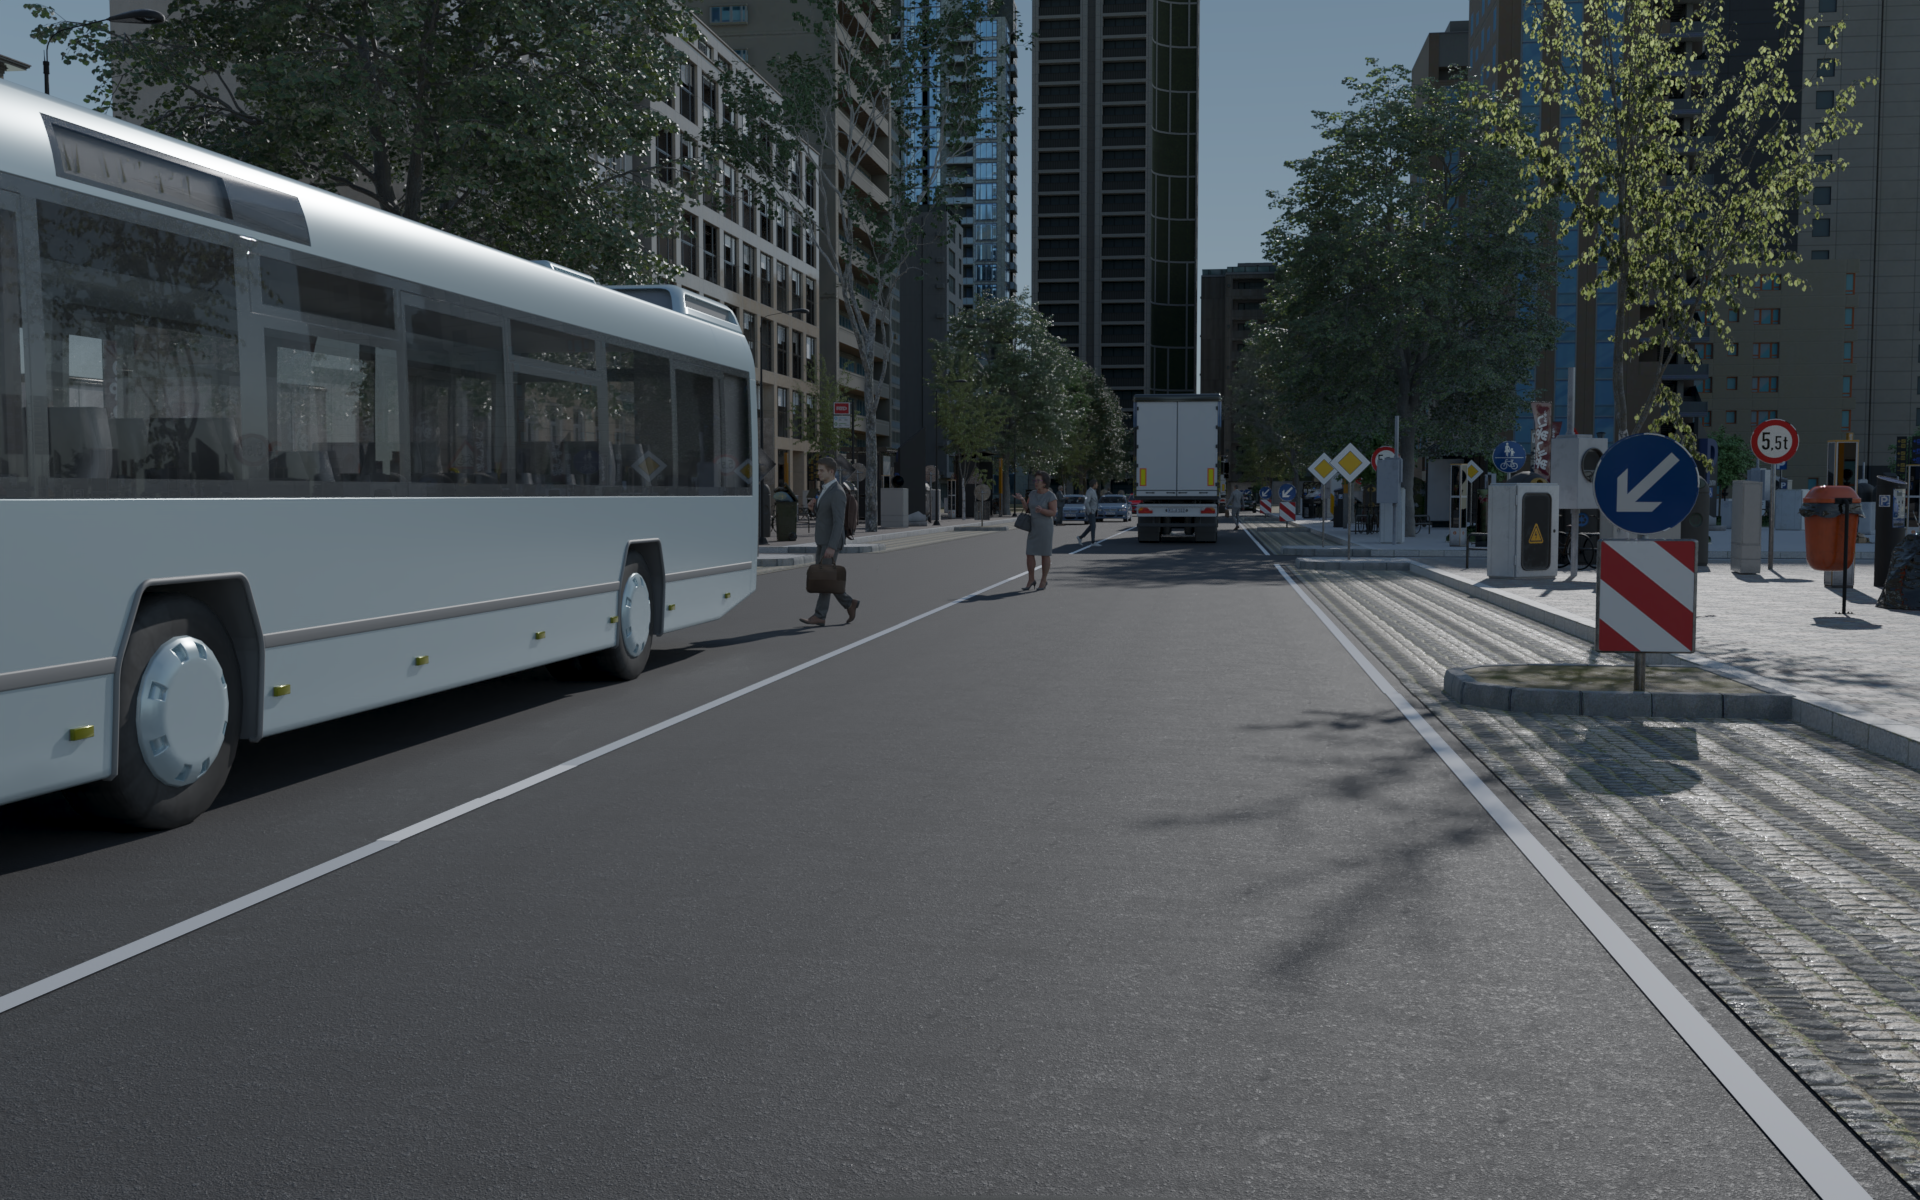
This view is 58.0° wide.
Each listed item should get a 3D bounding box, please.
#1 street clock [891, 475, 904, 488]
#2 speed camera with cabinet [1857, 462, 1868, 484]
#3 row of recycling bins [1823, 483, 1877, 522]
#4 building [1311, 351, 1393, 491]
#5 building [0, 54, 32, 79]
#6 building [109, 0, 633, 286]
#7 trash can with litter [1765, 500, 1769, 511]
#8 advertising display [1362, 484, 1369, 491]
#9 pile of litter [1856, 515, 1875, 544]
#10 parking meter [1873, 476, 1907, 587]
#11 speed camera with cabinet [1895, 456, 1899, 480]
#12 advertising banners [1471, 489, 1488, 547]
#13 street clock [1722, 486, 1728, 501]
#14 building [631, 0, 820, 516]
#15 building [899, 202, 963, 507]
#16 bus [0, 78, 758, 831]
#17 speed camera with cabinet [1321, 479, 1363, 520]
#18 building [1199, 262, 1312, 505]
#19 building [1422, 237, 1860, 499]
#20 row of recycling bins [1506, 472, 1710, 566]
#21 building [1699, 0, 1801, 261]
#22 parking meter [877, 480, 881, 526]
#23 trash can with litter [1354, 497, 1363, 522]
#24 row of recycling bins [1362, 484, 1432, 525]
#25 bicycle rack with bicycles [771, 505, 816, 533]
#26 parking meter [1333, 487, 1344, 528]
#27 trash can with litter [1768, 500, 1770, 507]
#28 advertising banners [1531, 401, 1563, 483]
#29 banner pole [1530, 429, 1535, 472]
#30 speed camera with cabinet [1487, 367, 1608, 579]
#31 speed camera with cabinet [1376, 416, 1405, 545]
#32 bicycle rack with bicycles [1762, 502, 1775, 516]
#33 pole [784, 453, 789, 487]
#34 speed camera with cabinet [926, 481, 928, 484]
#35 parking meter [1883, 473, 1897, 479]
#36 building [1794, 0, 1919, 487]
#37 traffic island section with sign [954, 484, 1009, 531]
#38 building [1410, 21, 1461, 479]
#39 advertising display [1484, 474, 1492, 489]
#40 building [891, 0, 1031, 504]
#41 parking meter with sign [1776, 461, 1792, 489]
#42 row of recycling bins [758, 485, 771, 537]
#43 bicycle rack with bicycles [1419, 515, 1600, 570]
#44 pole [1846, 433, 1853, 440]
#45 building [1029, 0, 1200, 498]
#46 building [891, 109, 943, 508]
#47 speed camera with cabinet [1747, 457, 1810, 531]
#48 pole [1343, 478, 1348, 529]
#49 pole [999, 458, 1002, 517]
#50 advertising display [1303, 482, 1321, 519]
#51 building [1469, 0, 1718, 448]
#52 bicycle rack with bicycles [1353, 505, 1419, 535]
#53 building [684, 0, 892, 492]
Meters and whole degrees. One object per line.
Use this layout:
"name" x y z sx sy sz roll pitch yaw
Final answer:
"street clock" -2.407 -3.815 66.947 0.471 2.002 0.358 -1 4 -14
"speed camera with cabinet" 55.815 -6.961 108.156 0.660 3.252 2.038 0 4 -3
"row of recycling bins" 33.009 -3.468 63.817 1.069 1.692 3.534 -1 4 -14
"building" 59.622 -23.116 222.987 28.899 21.520 27.650 1 4 8
"building" -58.175 -14.685 73.382 30.059 22.955 16.112 1 4 8
"building" -22.253 -17.356 69.679 13.634 28.700 20.117 1 4 8
"trash can with litter" 48.762 -5.707 104.362 1.678 1.210 2.233 -1 4 -20
"advertising display" 22.180 -5.404 93.562 0.974 1.923 0.123 1 4 17
"pile of litter" 23.270 -1.923 45.404 1.176 0.858 1.719 -2 4 -24
"parking meter" 12.881 -0.952 23.977 0.372 1.533 0.369 0 3 0
"speed camera with cabinet" 48.407 -5.849 89.973 0.660 3.252 2.038 2 4 31
"advertising banners" 13.425 -2.787 41.758 2.074 3.025 0.090 0 4 6
"street clock" 37.721 -4.945 85.414 0.358 2.002 0.471 2 4 29
"building" -21.107 -17.897 97.135 19.350 26.468 34.151 1 4 8
"building" -7.090 -24.681 175.230 14.107 30.474 14.160 1 4 8
"bus" -4.130 -0.944 10.300 2.948 3.499 13.247 0 4 8
"speed camera with cabinet" 18.814 -5.554 85.145 2.038 3.252 0.660 0 4 4
"building" 37.351 -27.368 219.171 14.107 30.474 14.160 1 4 8
"building" 54.393 -18.267 143.704 27.650 21.520 28.899 1 4 8
"row of recycling bins" 11.722 -1.495 31.561 3.534 1.692 1.069 1 4 14
"building" 69.706 -44.088 159.084 20.611 71.187 20.563 1 4 8
"parking meter" -3.296 -3.939 70.110 0.255 1.863 0.399 -1 4 -23
"trash can with litter" 18.514 -4.182 79.767 1.055 1.170 0.624 0 4 8
"row of recycling bins" 18.366 -3.986 72.289 1.069 1.692 3.534 -3 5 -42
"bicycle rack with bicycles" -6.192 -2.684 57.262 2.852 0.926 2.925 -1 4 -22
"parking meter" 14.516 -3.548 66.418 0.372 1.533 0.369 0 3 0
"trash can with litter" 38.354 -4.296 81.625 1.055 1.170 0.624 -3 5 -44
"advertising banners" 11.716 -2.264 33.208 2.074 3.025 0.090 -2 4 -24
"banner pole" 19.713 -4.207 58.801 0.863 3.779 0.401 -1 4 -12
"speed camera with cabinet" 9.049 -1.975 26.622 2.038 3.252 0.660 -2 4 -30
"speed camera with cabinet" 11.099 -3.075 44.612 0.660 3.252 2.038 1 4 19
"bicycle rack with bicycles" 35.535 -3.832 76.041 2.852 0.926 2.925 0 4 6
"pole" -8.551 -5.598 85.369 0.158 3.312 0.155 0 3 0
"speed camera with cabinet" -2.844 -6.299 97.324 2.038 3.252 0.660 2 4 24
"parking meter" 25.143 -2.517 46.869 0.255 1.863 0.399 1 4 12
"building" 90.284 -43.933 156.563 20.611 71.187 20.563 1 4 8
"traffic island section with sign" 0.873 -3.613 67.698 1.989 1.847 2.006 1 4 8
"building" 50.647 -31.508 165.259 14.600 45.320 14.200 1 4 8
"advertising display" 17.318 -3.159 56.857 0.123 1.923 0.974 1 4 11
"building" -5.459 -55.887 226.416 31.000 86.520 22.319 1 4 8
"parking meter with sign" 40.679 -5.446 85.296 0.543 3.016 1.738 3 5 43
"row of recycling bins" -7.275 -2.671 50.791 3.534 1.692 1.069 -1 4 -23
"bicycle rack with bicycles" 9.935 -0.985 29.482 2.852 0.926 2.925 -1 4 -19
"pole" 29.572 -3.903 57.664 0.158 3.312 0.155 0 3 0
"building" 20.308 -48.040 223.713 20.611 71.187 20.563 1 4 8
"building" -18.554 -28.366 155.668 32.217 40.220 23.993 1 4 8
"speed camera with cabinet" 29.124 -4.115 61.621 0.660 3.252 2.038 -3 4 -36
"pole" 14.296 -4.302 64.183 0.158 3.312 0.155 0 3 0
"pole" 2.299 -6.369 97.978 0.158 3.312 0.155 0 3 0
"advertising display" 18.475 -5.240 90.884 0.974 1.923 0.123 0 4 -4
"building" 43.969 -28.908 122.758 14.600 45.320 14.200 1 4 8
"bicycle rack with bicycles" 13.640 -2.566 55.333 2.852 0.926 2.925 3 4 37
"building" -17.643 -31.079 131.848 21.300 48.544 21.600 1 4 8
